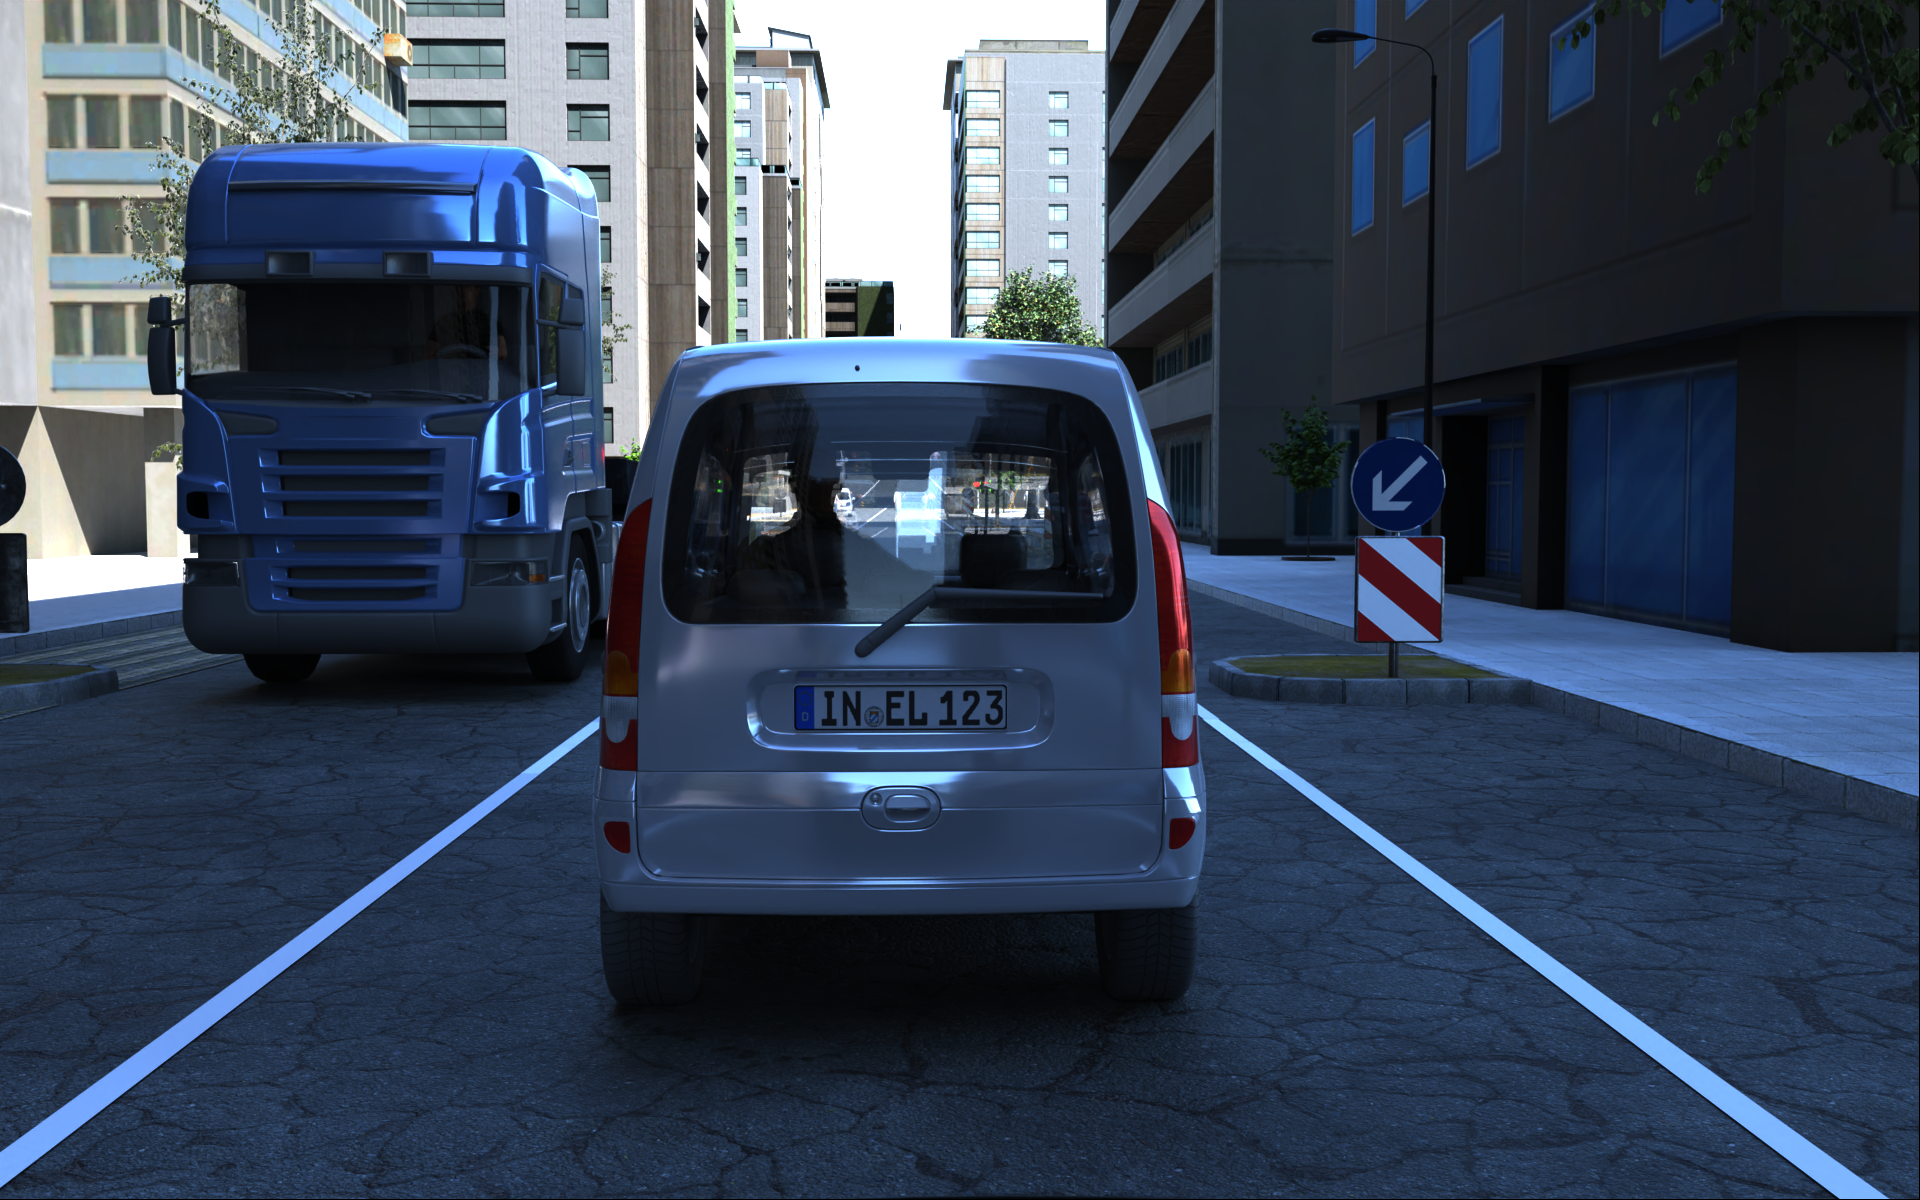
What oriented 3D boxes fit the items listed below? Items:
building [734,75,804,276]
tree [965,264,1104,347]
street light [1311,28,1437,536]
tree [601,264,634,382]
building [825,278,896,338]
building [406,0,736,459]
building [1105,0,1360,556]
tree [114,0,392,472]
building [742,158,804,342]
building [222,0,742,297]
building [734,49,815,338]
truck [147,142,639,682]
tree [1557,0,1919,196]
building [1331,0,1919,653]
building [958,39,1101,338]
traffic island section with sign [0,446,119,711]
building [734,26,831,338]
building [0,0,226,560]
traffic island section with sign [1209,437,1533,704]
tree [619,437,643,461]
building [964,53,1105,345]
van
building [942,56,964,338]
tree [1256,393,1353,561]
[{"bbox_3d":[-22.289,-29.448,165.070,14.154,41.232,14.086,0,4,-2],"label":"building"},{"bbox_3d":[3.681,-10.356,86.324,9.611,12.733,9.660,0,3,0],"label":"tree"},{"bbox_3d":[4.204,-2.749,17.480,1.470,5.913,1.316,0,4,-2],"label":"street light"},{"bbox_3d":[-11.225,-5.990,48.296,4.360,8.622,3.978,0,3,0],"label":"tree"},{"bbox_3d":[-15.728,-28.312,234.605,14.107,30.474,14.160,0,4,-2],"label":"building"},{"bbox_3d":[-17.920,-18.809,79.236,14.160,30.474,14.107,0,4,-2],"label":"building"},{"bbox_3d":[15.676,-25.790,45.369,21.300,48.544,21.600,0,4,-2],"label":"building"},{"bbox_3d":[-10.032,-4.570,25.085,4.360,8.622,3.978,0,3,0],"label":"tree"},{"bbox_3d":[-21.027,-23.221,151.361,14.160,30.474,14.107,0,4,-2],"label":"building"},{"bbox_3d":[-27.995,-25.945,116.085,32.217,40.220,23.993,0,4,-2],"label":"building"},{"bbox_3d":[-22.299,-32.352,179.068,14.600,45.320,14.200,0,4,-2],"label":"building"},{"bbox_3d":[-4.363,-1.860,20.167,2.967,4.110,18.799,0,4,-2],"label":"truck"},{"bbox_3d":[4.868,-3.548,8.380,4.737,8.622,4.395,0,3,0],"label":"tree"},{"bbox_3d":[13.041,-22.594,19.520,14.600,45.320,14.200,0,4,-2],"label":"building"},{"bbox_3d":[10.759,-34.174,182.454,21.300,48.544,21.600,0,4,-2],"label":"building"},{"bbox_3d":[-7.100,-0.210,12.063,1.989,1.847,2.006,0,4,-2],"label":"traffic island section with sign"},{"bbox_3d":[-29.520,-37.633,204.546,27.495,52.752,28.713,0,4,-2],"label":"building"},{"bbox_3d":[-27.169,-21.439,42.415,23.993,40.220,32.217,0,4,-2],"label":"building"},{"bbox_3d":[2.908,-0.254,12.782,1.989,1.847,2.006,0,4,-2],"label":"traffic island section with sign"},{"bbox_3d":[-11.020,-3.922,58.729,1.663,3.219,1.824,0,3,0],"label":"tree"},{"bbox_3d":[7.305,-29.428,164.750,14.154,41.232,14.086,0,4,-2],"label":"building"},{"bbox_3d":[-0.212,0.047,6.249,2.013,2.044,4.112,0,4,-2],"label":"van"},{"bbox_3d":[12.571,-37.777,206.896,28.713,52.752,27.495,0,4,-2],"label":"building"},{"bbox_3d":[6.805,-2.370,33.347,1.663,3.219,1.824,0,3,0],"label":"tree"}]
